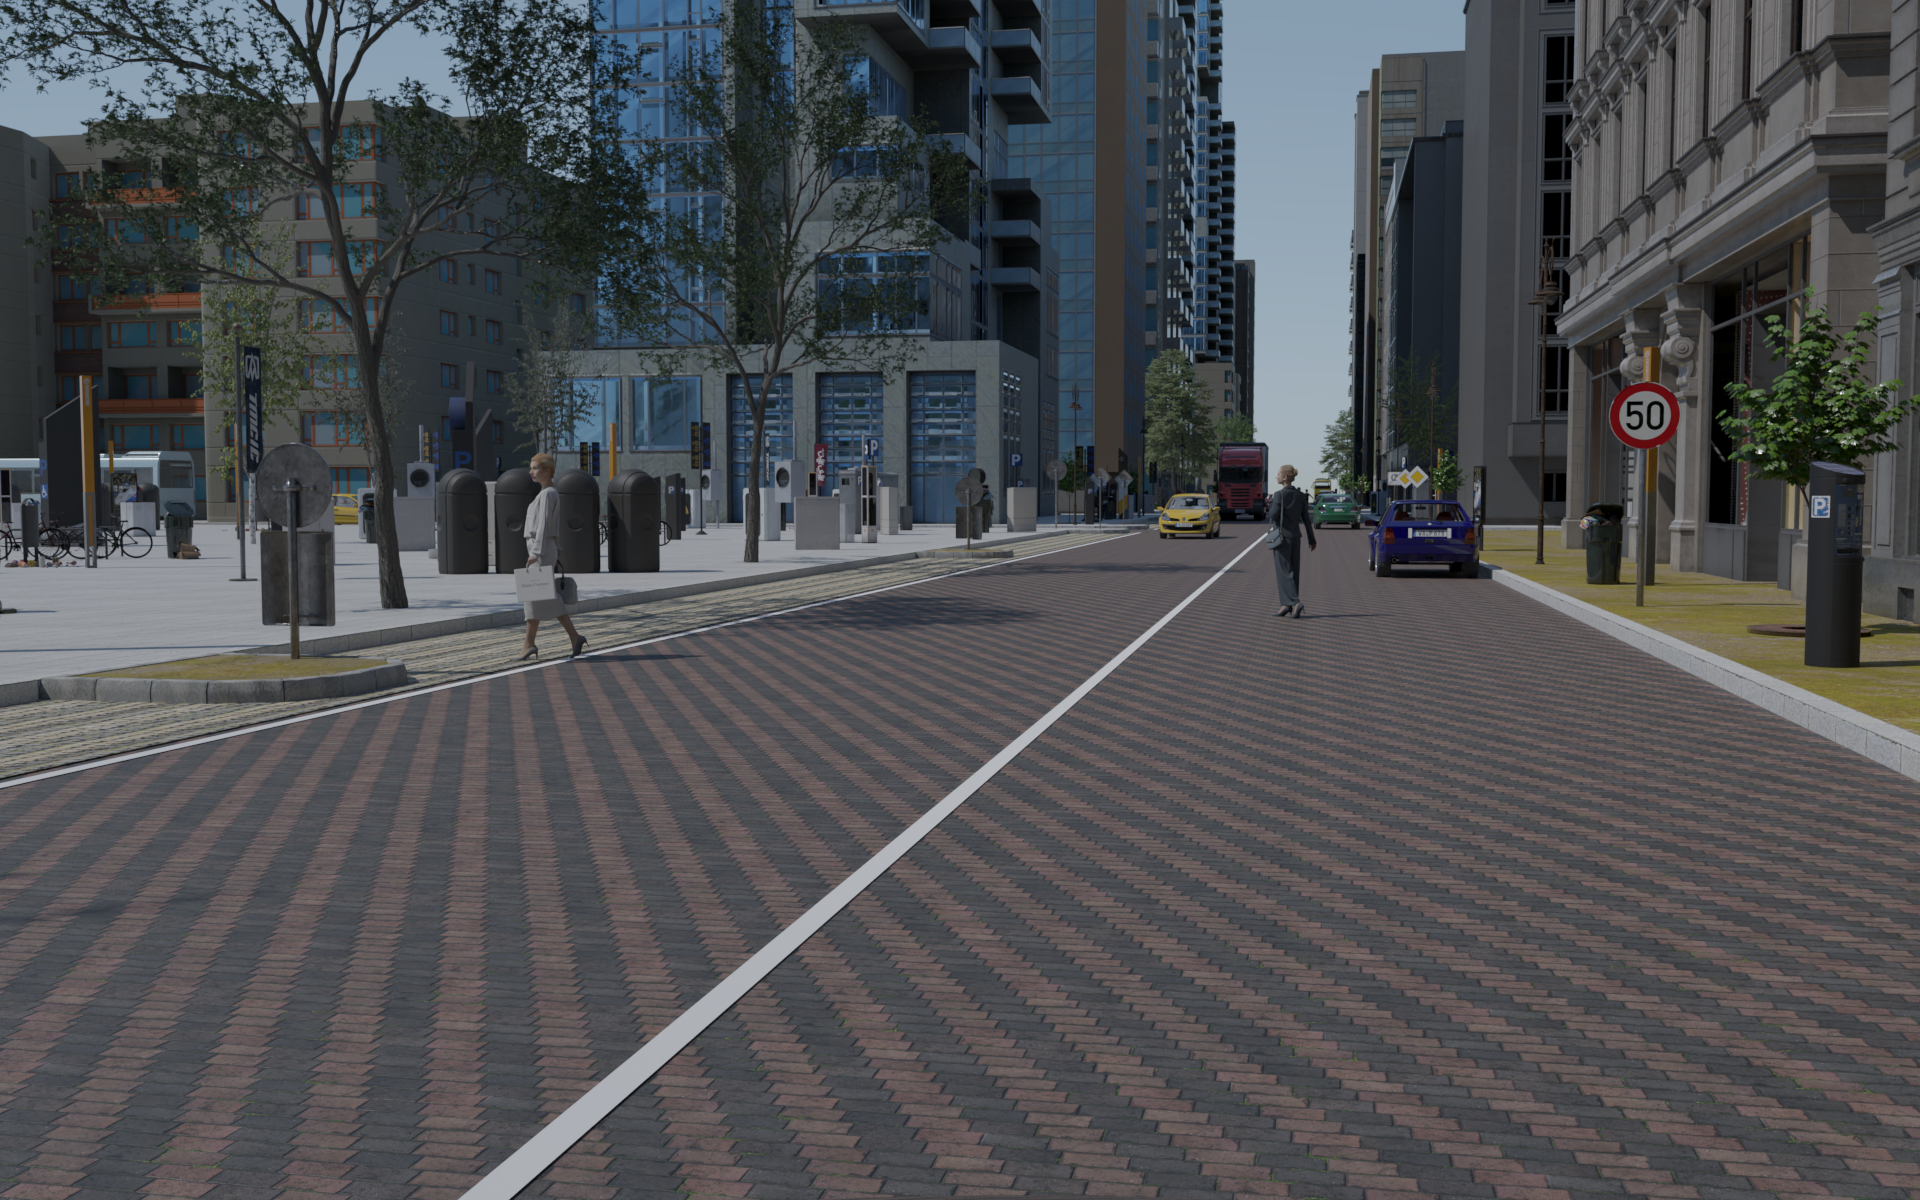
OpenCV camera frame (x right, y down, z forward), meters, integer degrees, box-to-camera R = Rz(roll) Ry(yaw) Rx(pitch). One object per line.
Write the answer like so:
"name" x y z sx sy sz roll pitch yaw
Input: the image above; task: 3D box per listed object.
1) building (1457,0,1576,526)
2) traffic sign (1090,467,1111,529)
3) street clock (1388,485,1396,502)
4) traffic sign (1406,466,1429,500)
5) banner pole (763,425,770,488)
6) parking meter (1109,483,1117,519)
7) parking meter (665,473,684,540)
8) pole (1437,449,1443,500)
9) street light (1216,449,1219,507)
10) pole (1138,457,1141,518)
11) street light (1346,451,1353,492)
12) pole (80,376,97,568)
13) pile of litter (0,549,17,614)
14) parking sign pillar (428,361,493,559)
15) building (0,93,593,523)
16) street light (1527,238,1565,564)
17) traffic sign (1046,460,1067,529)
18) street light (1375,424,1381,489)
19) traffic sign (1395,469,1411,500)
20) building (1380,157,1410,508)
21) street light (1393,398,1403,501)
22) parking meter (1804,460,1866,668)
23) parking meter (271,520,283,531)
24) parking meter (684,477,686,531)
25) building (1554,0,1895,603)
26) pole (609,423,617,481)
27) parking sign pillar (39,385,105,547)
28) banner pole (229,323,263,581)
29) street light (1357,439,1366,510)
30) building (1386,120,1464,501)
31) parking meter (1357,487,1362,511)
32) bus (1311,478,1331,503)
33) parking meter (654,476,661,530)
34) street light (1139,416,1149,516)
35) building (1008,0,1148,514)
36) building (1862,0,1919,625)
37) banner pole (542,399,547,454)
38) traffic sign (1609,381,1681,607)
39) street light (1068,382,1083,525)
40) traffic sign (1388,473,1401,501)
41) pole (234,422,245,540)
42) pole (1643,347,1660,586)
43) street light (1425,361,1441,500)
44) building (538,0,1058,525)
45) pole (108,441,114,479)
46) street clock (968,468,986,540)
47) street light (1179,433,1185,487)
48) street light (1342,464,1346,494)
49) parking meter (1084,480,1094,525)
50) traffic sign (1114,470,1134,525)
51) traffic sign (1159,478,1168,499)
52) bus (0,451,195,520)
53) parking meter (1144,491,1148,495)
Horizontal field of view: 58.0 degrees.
"building" 33.997 -17.079 72.745 24.014 27.812 14.314 1 4 11
"traffic sign" 5.129 -3.647 63.273 0.795 2.450 0.064 1 4 11
"street clock" 20.302 -4.697 81.367 0.358 2.002 0.471 -1 4 -9
"traffic sign" 16.094 -3.509 61.022 0.795 2.450 0.064 1 4 11
"banner pole" -7.008 -4.445 62.693 0.401 3.779 0.863 -2 4 -24
"parking meter" 7.852 -5.094 89.003 0.399 1.863 0.255 0 4 6
"parking meter" -8.022 -2.612 48.419 0.399 1.863 0.255 1 4 18
"pole" 21.566 -5.137 77.835 0.158 3.312 0.155 0 3 0
"street light" 26.232 -12.461 176.532 0.468 5.910 1.993 1 4 11
"pole" 9.744 -6.129 94.060 0.158 3.312 0.155 0 3 0
"street light" 42.431 -13.158 187.917 0.468 5.910 1.993 1 4 11
"pole" -15.077 -2.209 29.958 0.158 3.312 0.155 0 3 0
"pile of litter" -10.758 -0.279 18.527 1.176 0.858 1.719 -2 4 -26
"parking sign pillar" -9.913 -2.823 34.636 1.447 3.967 1.447 -1 4 -13
"building" -36.983 -15.139 92.568 28.899 21.520 27.650 1 4 11
"street light" 10.607 -3.591 31.495 0.468 5.910 1.993 1 4 11
"traffic sign" 3.570 -3.920 64.196 0.768 2.556 0.104 1 4 14
"street light" 27.181 -8.547 112.534 0.468 5.910 1.993 1 4 11
"traffic sign" 17.691 -3.988 68.847 0.795 2.450 0.064 1 4 11
"building" 38.301 -19.101 130.318 12.078 24.808 19.932 1 4 11
"street light" 21.111 -6.773 83.531 0.468 5.910 1.993 1 4 11
"parking meter" 6.515 -0.274 12.896 0.372 1.533 0.369 0 3 0
"parking meter" -14.726 -1.937 37.389 0.255 1.863 0.399 -1 4 -15
"parking meter" -9.669 -3.302 59.705 0.399 1.863 0.255 -2 4 -24
"building" 18.355 -11.463 38.334 10.553 20.767 40.483 1 4 11
"pole" -9.963 -3.421 49.770 0.158 3.312 0.155 0 3 0
"parking sign pillar" -21.808 -3.301 42.447 1.447 3.967 1.447 3 4 37
"banner pole" -10.559 -2.183 25.713 0.401 3.779 0.863 1 4 8
"street light" 33.027 -10.351 142.025 0.468 5.910 1.993 1 4 11
"building" 33.829 -17.470 104.697 14.314 24.678 30.058 1 4 11
"parking meter" 31.081 -7.897 134.823 0.399 1.863 0.255 1 4 17
"bus" 55.790 -16.860 267.205 2.896 3.916 12.252 1 4 10
"parking meter" -9.863 -3.072 55.933 0.399 1.863 0.255 -1 4 -14
"street light" 10.680 -7.824 100.707 0.468 5.910 1.993 1 4 11
"building" 5.093 -28.603 117.774 14.600 45.320 14.200 1 4 11
"building" 12.574 -9.742 8.441 9.793 20.994 18.267 1 4 11
"banner pole" -10.942 -3.408 45.732 0.401 3.779 0.863 -1 4 -16
"traffic sign" 7.760 -1.198 19.691 0.768 2.556 0.104 1 4 14
"street light" 4.775 -6.048 71.671 0.468 5.910 1.993 1 4 11
"traffic sign" 20.303 -4.820 80.931 0.606 2.300 0.079 1 4 13
"pole" -20.219 -3.350 48.613 0.158 3.312 0.155 0 3 0
"pole" 9.612 -1.854 24.160 0.158 3.312 0.155 0 3 0
"street light" 16.500 -5.367 60.533 0.468 5.910 1.993 1 4 11
"building" -6.200 -47.399 87.642 22.319 86.520 31.000 1 4 11
"pole" -32.554 -4.443 66.490 0.158 3.312 0.155 0 3 0
"street clock" 0.477 -2.689 48.541 0.471 2.002 0.358 3 5 43
"street light" 16.694 -9.627 130.183 0.468 5.910 1.993 1 4 11
"street light" 48.322 -14.934 216.956 0.468 5.910 1.993 1 4 11
"parking meter" 5.415 -4.089 72.569 0.399 1.863 0.255 0 4 -4
"traffic sign" 6.726 -4.126 71.097 0.795 2.450 0.064 1 4 11
"traffic sign" 12.835 -6.555 109.303 0.606 2.300 0.079 1 4 19
"bus" -40.468 -4.983 76.329 13.247 3.499 2.948 1 4 11
"parking meter" 13.915 -7.426 129.825 0.372 1.533 0.369 0 3 0
